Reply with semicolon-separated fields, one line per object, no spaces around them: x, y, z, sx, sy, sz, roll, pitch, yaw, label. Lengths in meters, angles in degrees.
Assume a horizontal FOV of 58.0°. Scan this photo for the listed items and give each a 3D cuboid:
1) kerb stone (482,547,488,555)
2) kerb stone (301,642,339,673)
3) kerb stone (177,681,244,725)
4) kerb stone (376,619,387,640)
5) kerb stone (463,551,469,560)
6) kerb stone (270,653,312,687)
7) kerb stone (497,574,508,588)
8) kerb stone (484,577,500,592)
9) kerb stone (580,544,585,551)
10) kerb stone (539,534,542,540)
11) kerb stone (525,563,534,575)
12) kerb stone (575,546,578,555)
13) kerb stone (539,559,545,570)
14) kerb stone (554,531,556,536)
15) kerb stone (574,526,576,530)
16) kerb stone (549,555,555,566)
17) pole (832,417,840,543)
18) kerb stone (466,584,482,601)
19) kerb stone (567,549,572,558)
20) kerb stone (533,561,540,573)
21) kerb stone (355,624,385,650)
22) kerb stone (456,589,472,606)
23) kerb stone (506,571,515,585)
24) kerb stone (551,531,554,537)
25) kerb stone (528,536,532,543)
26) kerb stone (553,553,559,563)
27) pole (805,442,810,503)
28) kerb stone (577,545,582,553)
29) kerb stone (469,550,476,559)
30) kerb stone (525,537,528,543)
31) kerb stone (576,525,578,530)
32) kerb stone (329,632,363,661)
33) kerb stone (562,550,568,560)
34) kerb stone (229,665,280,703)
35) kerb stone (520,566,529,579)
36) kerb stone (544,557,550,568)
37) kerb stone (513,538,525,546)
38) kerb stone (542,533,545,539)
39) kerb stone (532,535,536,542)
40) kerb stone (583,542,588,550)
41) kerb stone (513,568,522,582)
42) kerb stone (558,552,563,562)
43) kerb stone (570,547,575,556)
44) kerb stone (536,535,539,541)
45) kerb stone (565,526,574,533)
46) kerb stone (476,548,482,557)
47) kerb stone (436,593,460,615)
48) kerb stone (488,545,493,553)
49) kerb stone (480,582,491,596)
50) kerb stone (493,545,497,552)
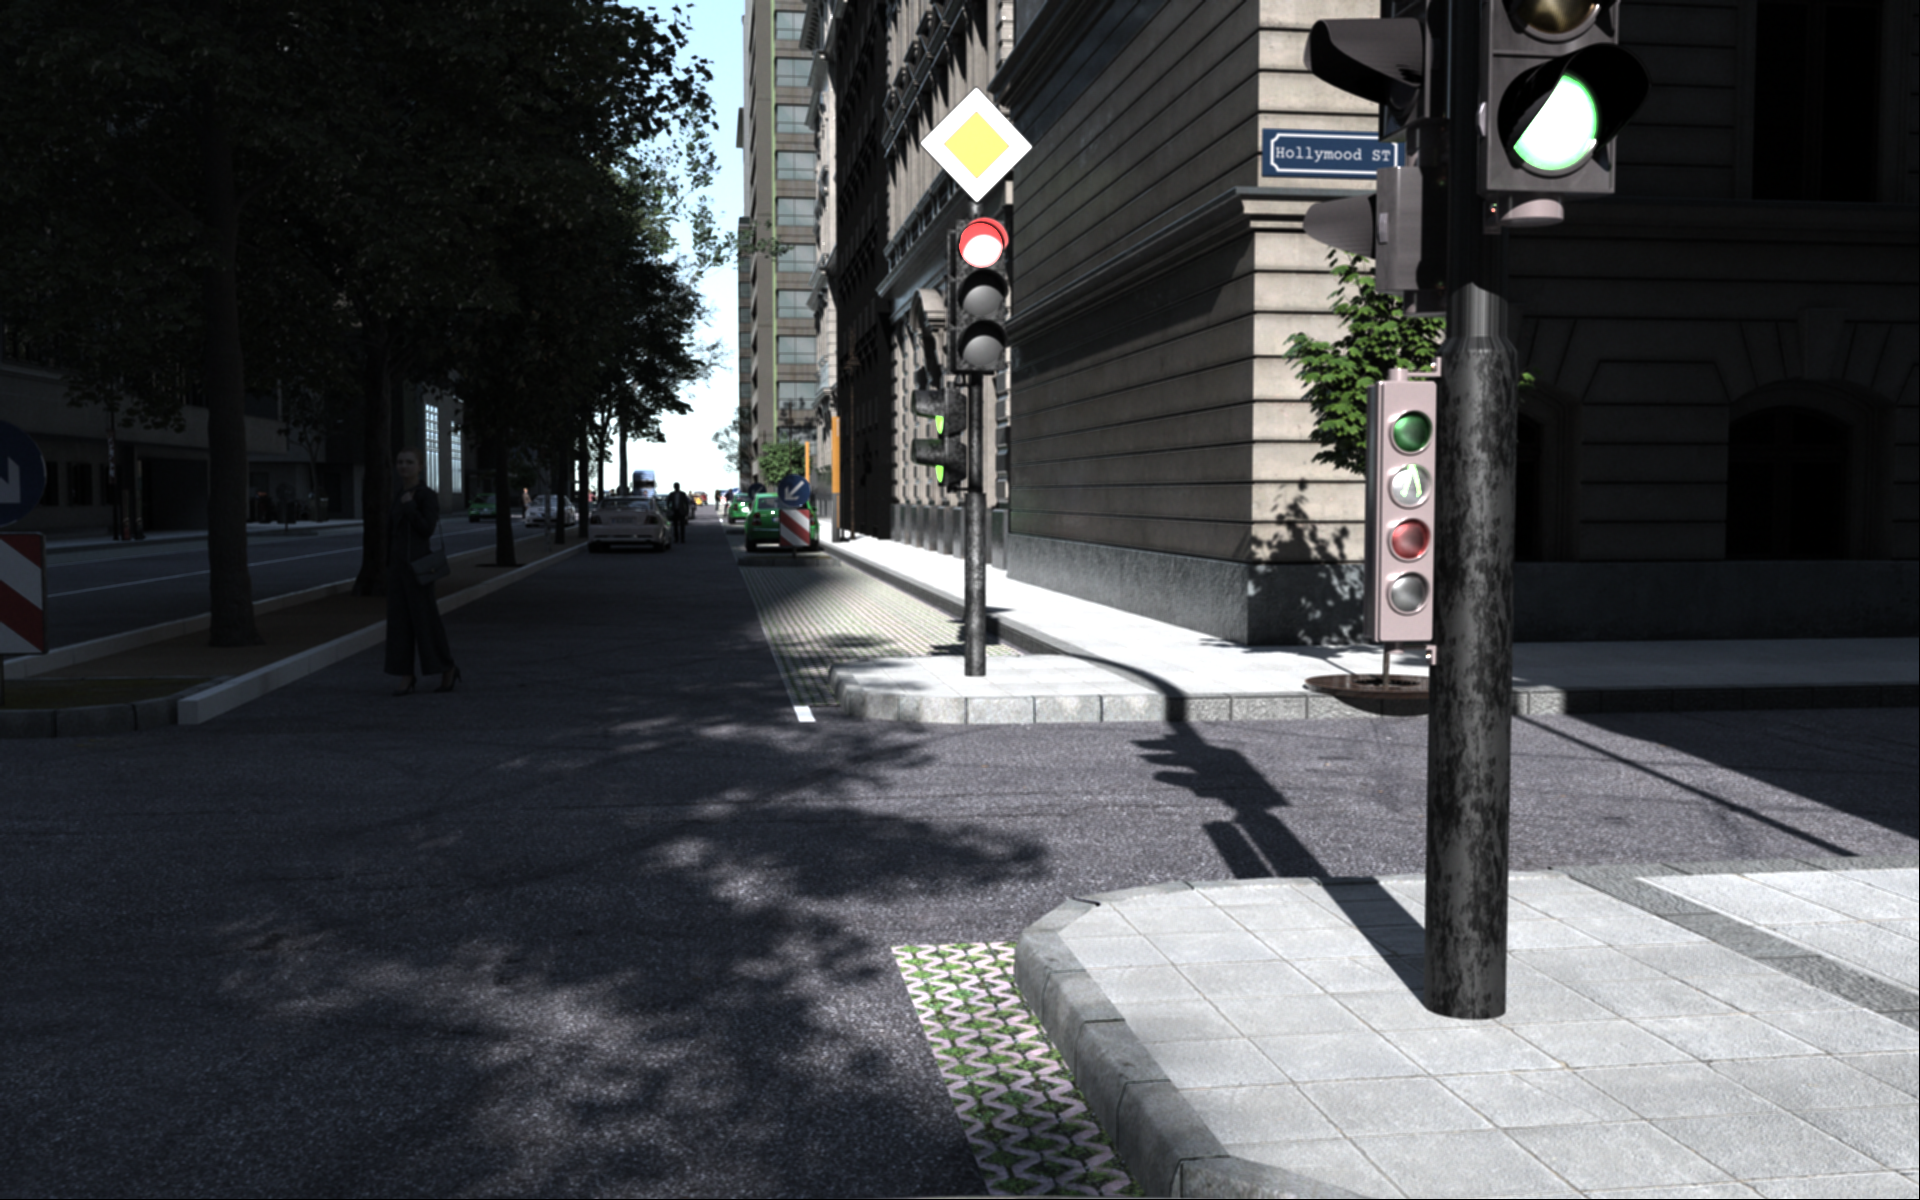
-11.199;-1.108;40.373;0.120;0.150;1.000;-1;4;-8;kerb stone
-5.316;0.483;14.303;0.120;0.150;1.000;-1;4;-8;kerb stone
-4.873;0.670;11.264;0.120;0.150;1.000;-1;4;-8;kerb stone
-5.756;0.297;17.341;0.120;0.150;1.000;-1;4;-8;kerb stone
-10.757;-0.925;37.315;0.120;0.150;1.000;-1;4;-8;kerb stone
-5.170;0.545;13.286;0.120;0.150;1.000;-1;4;-8;kerb stone
-7.066;-0.260;26.467;0.120;0.150;1.000;-1;4;-8;kerb stone
-6.921;-0.199;25.448;0.120;0.150;1.000;-1;4;-8;kerb stone
-9.408;-1.252;42.670;0.120;0.150;1.000;-1;4;-8;kerb stone
-13.104;-1.918;53.548;0.120;0.150;1.000;-1;4;-8;kerb stone
-7.656;-0.509;30.512;0.120;0.150;1.000;-1;4;-8;kerb stone
-9.117;-1.128;40.647;0.120;0.150;1.000;-1;4;-8;kerb stone
-7.954;-0.633;32.539;0.120;0.150;1.000;-1;4;-8;kerb stone
-13.983;-2.290;59.641;0.120;0.150;1.000;-1;4;-8;kerb stone
-15.013;-2.723;66.764;0.120;0.150;1.000;-1;4;-8;kerb stone
-8.241;-0.754;34.568;0.120;0.150;1.000;-1;4;-8;kerb stone
-3.272;-3.171;45.687;0.158;3.312;0.155;0;3;0;pole
-6.631;-0.075;23.420;0.120;0.150;1.000;-1;4;-8;kerb stone
-8.819;-1.005;38.625;0.120;0.150;1.000;-1;4;-8;kerb stone
-7.804;-0.570;31.523;0.120;0.150;1.000;-1;4;-8;kerb stone
-5.606;0.359;16.327;0.120;0.150;1.000;-1;4;-8;kerb stone
-6.484;-0.011;22.408;0.120;0.150;1.000;-1;4;-8;kerb stone
-7.218;-0.321;27.477;0.120;0.150;1.000;-1;4;-8;kerb stone
-13.683;-2.166;57.616;0.120;0.150;1.000;-1;4;-8;kerb stone
-12.661;-1.728;50.508;0.120;0.150;1.000;-1;4;-8;kerb stone
-8.389;-0.817;35.585;0.120;0.150;1.000;-1;4;-8;kerb stone
-5.931;-4.491;67.277;0.158;3.312;0.155;0;3;0;pole
-9.261;-1.182;41.659;0.120;0.150;1.000;-1;4;-8;kerb stone
-10.906;-0.988;38.343;0.120;0.150;1.000;-1;4;-8;kerb stone
-12.529;-1.670;49.495;0.120;0.150;1.000;-1;4;-8;kerb stone
-15.152;-2.786;67.778;0.120;0.150;1.000;-1;4;-8;kerb stone
-5.461;0.421;15.315;0.120;0.150;1.000;-1;4;-8;kerb stone
-8.676;-0.940;37.611;0.120;0.150;1.000;-1;4;-8;kerb stone
-5.023;0.607;12.274;0.120;0.150;1.000;-1;4;-8;kerb stone
-7.500;-0.444;29.502;0.120;0.150;1.000;-1;4;-8;kerb stone
-8.093;-0.695;33.556;0.120;0.150;1.000;-1;4;-8;kerb stone
-12.365;-1.604;48.486;0.120;0.150;1.000;-1;4;-8;kerb stone
-13.242;-1.978;54.570;0.120;0.150;1.000;-1;4;-8;kerb stone
-12.810;-1.794;51.522;0.120;0.150;1.000;-1;4;-8;kerb stone
-9.554;-1.314;43.687;0.120;0.150;1.000;-1;4;-8;kerb stone
-7.358;-0.382;28.490;0.120;0.150;1.000;-1;4;-8;kerb stone
-8.539;-0.881;36.596;0.120;0.150;1.000;-1;4;-8;kerb stone
-8.975;-1.067;39.635;0.120;0.150;1.000;-1;4;-8;kerb stone
-12.951;-1.856;52.538;0.120;0.150;1.000;-1;4;-8;kerb stone
-14.859;-2.659;65.743;0.120;0.150;1.000;-1;4;-8;kerb stone
-11.056;-1.049;39.354;0.120;0.150;1.000;-1;4;-8;kerb stone
-6.337;0.049;21.388;0.120;0.150;1.000;-1;4;-8;kerb stone
-11.349;-1.174;41.383;0.120;0.150;1.000;-1;4;-8;kerb stone
-6.780;-0.124;24.431;0.120;0.150;1.000;-1;4;-8;kerb stone
-11.493;-1.235;42.395;0.120;0.150;1.000;-1;4;-8;kerb stone
